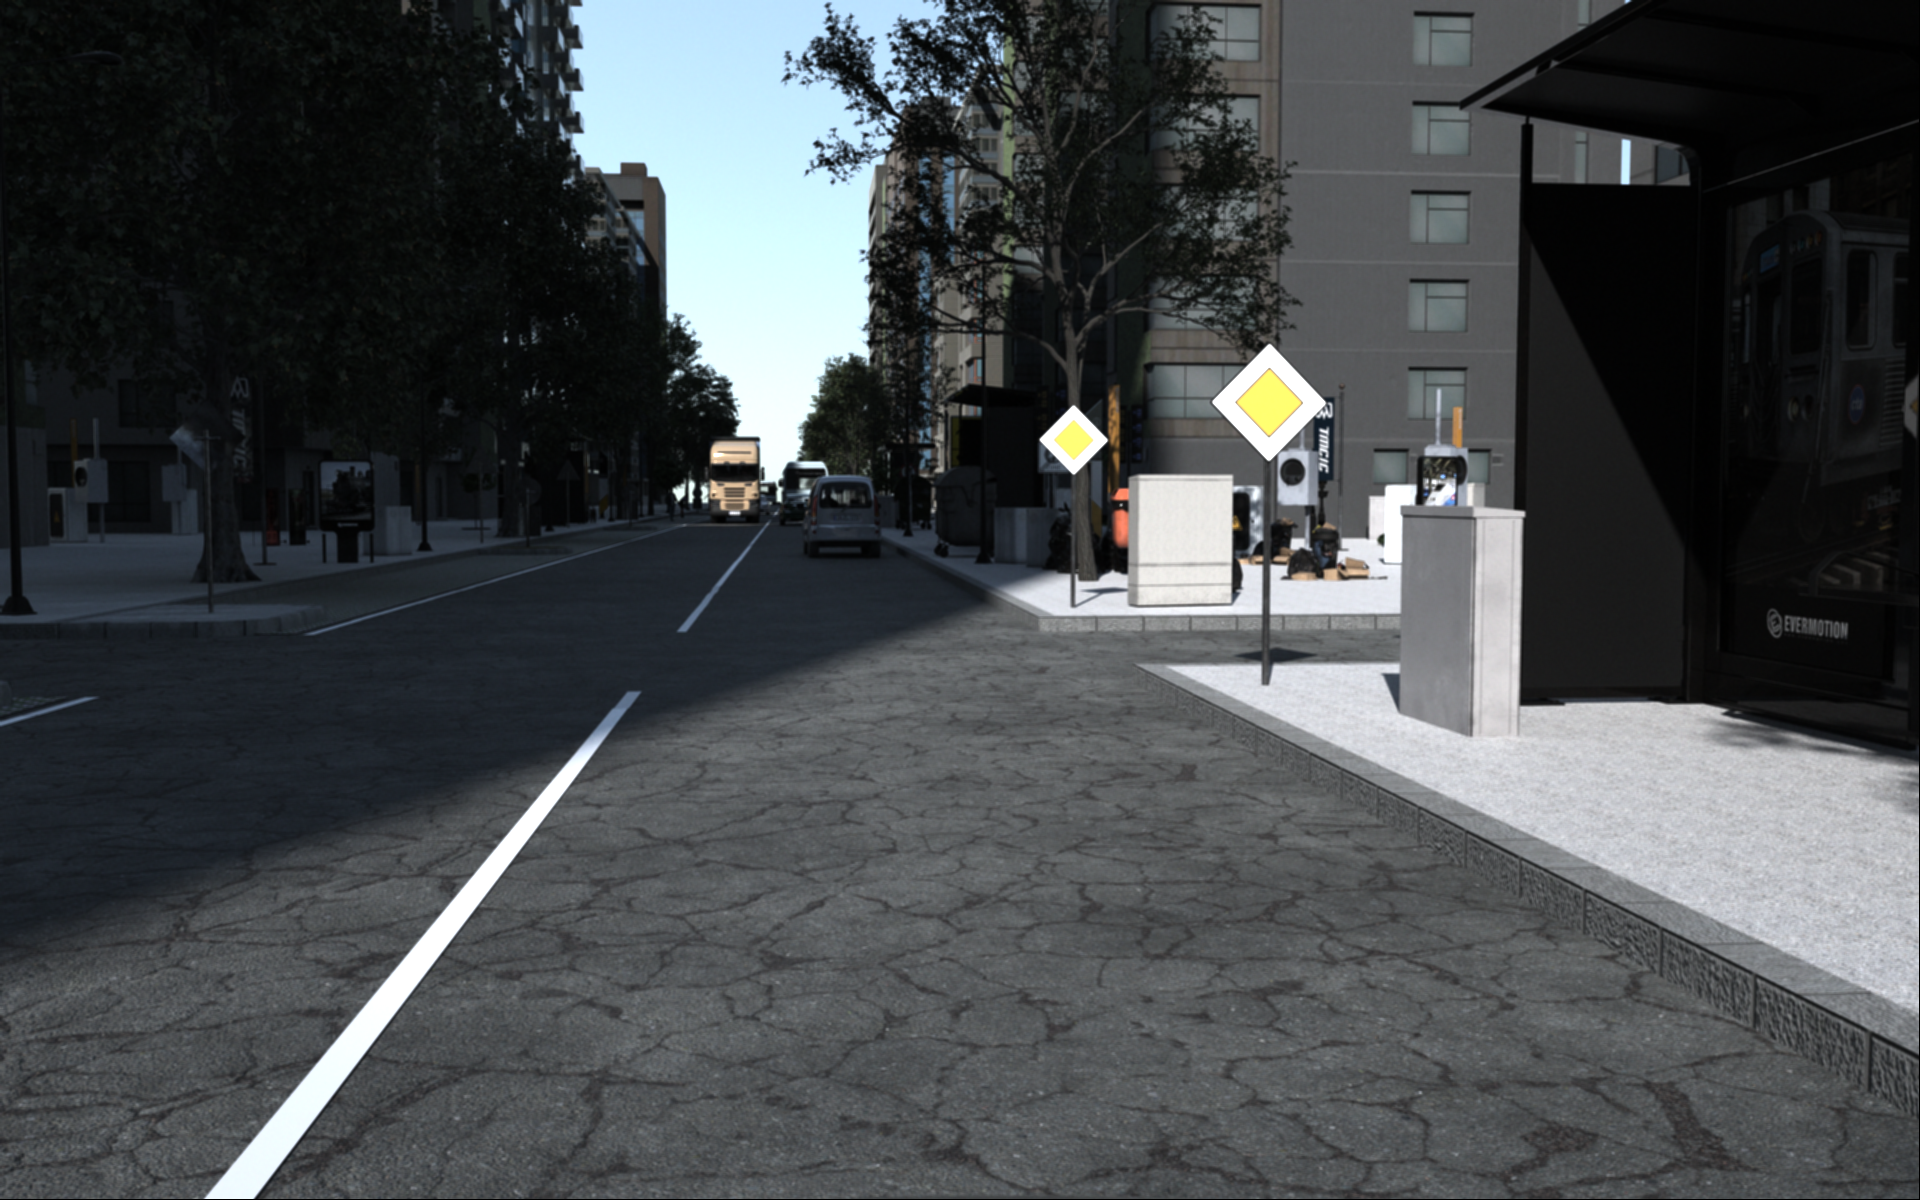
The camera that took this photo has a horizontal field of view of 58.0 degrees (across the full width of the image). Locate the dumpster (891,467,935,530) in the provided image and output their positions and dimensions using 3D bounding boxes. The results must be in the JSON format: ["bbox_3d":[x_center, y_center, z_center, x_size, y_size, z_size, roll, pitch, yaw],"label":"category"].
[{"bbox_3d":[-1.709,-3.702,63.025,1.502,2.255,1.985,0,4,-5],"label":"dumpster"}]

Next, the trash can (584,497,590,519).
[{"bbox_3d":[-18.446,-4.473,84.794,0.748,1.137,0.748,0,3,0],"label":"trash can"}]

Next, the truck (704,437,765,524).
[{"bbox_3d":[-11.270,-5.992,86.876,2.839,4.237,11.283,0,4,-7],"label":"truck"}]

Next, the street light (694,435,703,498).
[{"bbox_3d":[-20.988,-10.061,137.036,1.470,5.913,1.316,0,4,-6],"label":"street light"}]

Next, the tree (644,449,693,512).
[{"bbox_3d":[-21.307,-8.720,126.278,4.285,4.588,4.351,0,3,0],"label":"tree"}]

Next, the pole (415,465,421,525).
[{"bbox_3d":[-22.194,-4.712,70.883,0.158,3.312,0.155,0,3,0],"label":"pole"}]

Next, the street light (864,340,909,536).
[{"bbox_3d":[-2.113,-4.878,52.294,1.470,5.913,1.316,0,4,-6],"label":"street light"}]

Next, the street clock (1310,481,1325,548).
[{"bbox_3d":[8.361,-2.232,41.057,0.358,2.002,0.471,0,4,4],"label":"street clock"}]

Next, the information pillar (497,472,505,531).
[{"bbox_3d":[-15.410,-3.300,58.441,0.304,2.012,0.304,1,4,14],"label":"information pillar"}]

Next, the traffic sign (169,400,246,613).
[{"bbox_3d":[-8.079,-0.917,18.627,0.795,2.450,0.064,0,4,-6],"label":"traffic sign"}]

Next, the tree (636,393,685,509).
[{"bbox_3d":[-23.773,-13.184,149.970,8.767,10.594,7.601,-1,4,-19],"label":"tree"}]

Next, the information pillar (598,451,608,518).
[{"bbox_3d":[-18.853,-6.124,91.482,0.504,3.616,0.183,-2,4,-35],"label":"information pillar"}]

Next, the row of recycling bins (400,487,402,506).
[{"bbox_3d":[-24.797,-4.174,75.355,1.069,1.692,3.534,-1,4,-15],"label":"row of recycling bins"}]

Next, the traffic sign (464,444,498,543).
[{"bbox_3d":[-12.465,-2.757,45.079,0.884,2.594,0.081,0,4,4],"label":"traffic sign"}]

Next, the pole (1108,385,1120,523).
[{"bbox_3d":[2.879,-2.360,32.432,0.158,3.312,0.155,0,3,0],"label":"pole"}]

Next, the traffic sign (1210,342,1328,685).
[{"bbox_3d":[2.048,-0.485,11.567,0.795,2.450,0.064,0,4,-6],"label":"traffic sign"}]

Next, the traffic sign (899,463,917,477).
[{"bbox_3d":[-2.098,-4.304,70.474,0.768,2.556,0.104,0,4,4],"label":"traffic sign"}]

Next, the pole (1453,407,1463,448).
[{"bbox_3d":[11.642,-2.860,40.599,0.158,3.312,0.155,0,3,0],"label":"pole"}]

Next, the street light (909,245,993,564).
[{"bbox_3d":[-0.106,-3.623,31.781,1.470,5.913,1.316,0,4,-6],"label":"street light"}]

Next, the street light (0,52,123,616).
[{"bbox_3d":[-9.498,-2.799,18.307,1.470,5.913,1.316,0,4,-6],"label":"street light"}]

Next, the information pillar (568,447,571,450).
[{"bbox_3d":[-18.681,-5.559,82.252,0.504,3.616,0.183,-1,4,-17],"label":"information pillar"}]

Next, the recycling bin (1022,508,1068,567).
[{"bbox_3d":[1.647,-1.098,30.507,0.722,1.027,0.722,3,4,36],"label":"recycling bin"}]

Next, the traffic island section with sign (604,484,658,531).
[{"bbox_3d":[-12.925,-3.638,68.108,1.989,1.847,2.006,0,4,-6],"label":"traffic island section with sign"}]

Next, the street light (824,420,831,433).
[{"bbox_3d":[-7.617,-8.298,108.208,1.470,5.913,1.316,0,4,-6],"label":"street light"}]

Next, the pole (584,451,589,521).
[{"bbox_3d":[-17.596,-5.370,81.644,0.158,3.312,0.155,0,3,0],"label":"pole"}]

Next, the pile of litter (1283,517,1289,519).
[{"bbox_3d":[5.765,-1.076,31.559,1.176,0.858,1.719,-3,4,-38],"label":"pile of litter"}]

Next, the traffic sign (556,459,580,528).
[{"bbox_3d":[-14.680,-3.966,64.843,0.884,2.594,0.081,0,4,1],"label":"traffic sign"}]

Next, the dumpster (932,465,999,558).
[{"bbox_3d":[0.120,-1.823,35.569,1.264,1.857,1.865,0,4,-5],"label":"dumpster"}]

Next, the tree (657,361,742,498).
[{"bbox_3d":[-25.415,-15.961,167.612,9.857,13.997,8.962,0,3,0],"label":"tree"}]

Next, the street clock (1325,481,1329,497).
[{"bbox_3d":[9.377,-2.467,44.899,0.358,2.002,0.471,0,4,5],"label":"street clock"}]

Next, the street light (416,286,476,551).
[{"bbox_3d":[-11.500,-4.054,38.821,1.470,5.913,1.316,0,4,-6],"label":"street light"}]

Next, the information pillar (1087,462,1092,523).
[{"bbox_3d":[2.852,-2.158,39.771,0.304,2.012,0.304,0,4,-5],"label":"information pillar"}]

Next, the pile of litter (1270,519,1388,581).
[{"bbox_3d":[5.658,-0.744,26.136,1.719,0.858,1.176,0,4,0],"label":"pile of litter"}]

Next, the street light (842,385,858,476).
[{"bbox_3d":[-4.170,-6.190,73.743,1.470,5.913,1.316,0,4,-6],"label":"street light"}]

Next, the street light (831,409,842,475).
[{"bbox_3d":[-6.122,-7.445,94.261,1.470,5.913,1.316,0,4,-6],"label":"street light"}]

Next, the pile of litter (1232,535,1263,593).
[{"bbox_3d":[3.184,-0.548,22.925,1.176,0.858,1.719,2,4,32],"label":"pile of litter"}]

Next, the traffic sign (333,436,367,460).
[{"bbox_3d":[-13.360,-2.314,37.941,0.768,2.556,0.104,0,4,2],"label":"traffic sign"}]

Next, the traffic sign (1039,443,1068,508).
[{"bbox_3d":[1.846,-1.964,34.236,0.606,2.300,0.079,0,4,1],"label":"traffic sign"}]

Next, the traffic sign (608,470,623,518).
[{"bbox_3d":[-18.362,-5.628,92.017,0.884,2.594,0.081,0,4,2],"label":"traffic sign"}]

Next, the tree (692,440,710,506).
[{"bbox_3d":[-26.762,-14.271,183.698,4.360,8.622,3.978,0,3,0],"label":"tree"}]

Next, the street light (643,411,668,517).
[{"bbox_3d":[-17.014,-7.505,95.251,1.470,5.913,1.316,0,4,-6],"label":"street light"}]

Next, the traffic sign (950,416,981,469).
[{"bbox_3d":[0.879,-3.122,44.920,2.265,3.308,0.079,0,4,3],"label":"traffic sign"}]

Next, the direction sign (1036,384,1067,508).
[{"bbox_3d":[1.906,-2.695,36.055,0.379,3.537,0.876,-3,5,-42],"label":"direction sign"}]

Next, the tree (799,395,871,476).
[{"bbox_3d":[-11.447,-15.090,164.848,7.486,12.596,7.792,0,3,0],"label":"tree"}]

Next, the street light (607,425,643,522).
[{"bbox_3d":[-15.610,-6.578,80.085,1.470,5.913,1.316,0,4,-6],"label":"street light"}]

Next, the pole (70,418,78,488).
[{"bbox_3d":[-23.841,-3.231,46.666,0.158,3.312,0.155,0,3,0],"label":"pole"}]

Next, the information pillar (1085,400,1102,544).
[{"bbox_3d":[3.303,-3.155,42.944,0.504,3.616,0.183,-1,4,-19],"label":"information pillar"}]

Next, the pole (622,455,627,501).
[{"bbox_3d":[-17.667,-5.954,91.195,0.158,3.312,0.155,0,3,0],"label":"pole"}]

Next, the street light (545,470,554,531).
[{"bbox_3d":[-13.574,-5.313,59.413,1.470,5.913,1.316,0,4,-6],"label":"street light"}]

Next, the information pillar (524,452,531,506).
[{"bbox_3d":[-23.205,-6.223,93.095,0.504,3.616,0.183,1,4,21],"label":"information pillar"}]

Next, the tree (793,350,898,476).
[{"bbox_3d":[-8.793,-13.535,138.308,9.611,12.733,9.660,0,3,0],"label":"tree"}]

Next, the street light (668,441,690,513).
[{"bbox_3d":[-19.035,-8.774,116.000,1.470,5.913,1.316,0,4,-6],"label":"street light"}]

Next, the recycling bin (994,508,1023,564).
[{"bbox_3d":[1.112,-1.198,32.143,0.722,1.027,0.722,-2,4,-31],"label":"recycling bin"}]

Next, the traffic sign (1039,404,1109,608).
[{"bbox_3d":[1.273,-0.971,19.515,0.795,2.450,0.064,0,4,-6],"label":"traffic sign"}]

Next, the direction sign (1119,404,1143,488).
[{"bbox_3d":[4.295,-3.187,44.113,0.876,3.537,0.379,3,5,45],"label":"direction sign"}]

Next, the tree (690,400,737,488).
[{"bbox_3d":[-29.717,-17.690,207.351,7.486,12.596,7.792,0,3,0],"label":"tree"}]

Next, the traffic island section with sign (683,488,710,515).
[{"bbox_3d":[-17.731,-6.654,117.423,1.989,1.847,2.006,0,4,-6],"label":"traffic island section with sign"}]

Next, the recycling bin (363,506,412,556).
[{"bbox_3d":[-12.017,-1.455,36.339,0.722,1.027,0.722,2,4,27],"label":"recycling bin"}]

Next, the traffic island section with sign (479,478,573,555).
[{"bbox_3d":[-10.311,-1.997,41.279,1.989,1.847,2.006,0,4,-6],"label":"traffic island section with sign"}]

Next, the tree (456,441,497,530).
[{"bbox_3d":[-17.589,-4.155,62.532,1.663,3.219,1.824,0,3,0],"label":"tree"}]
